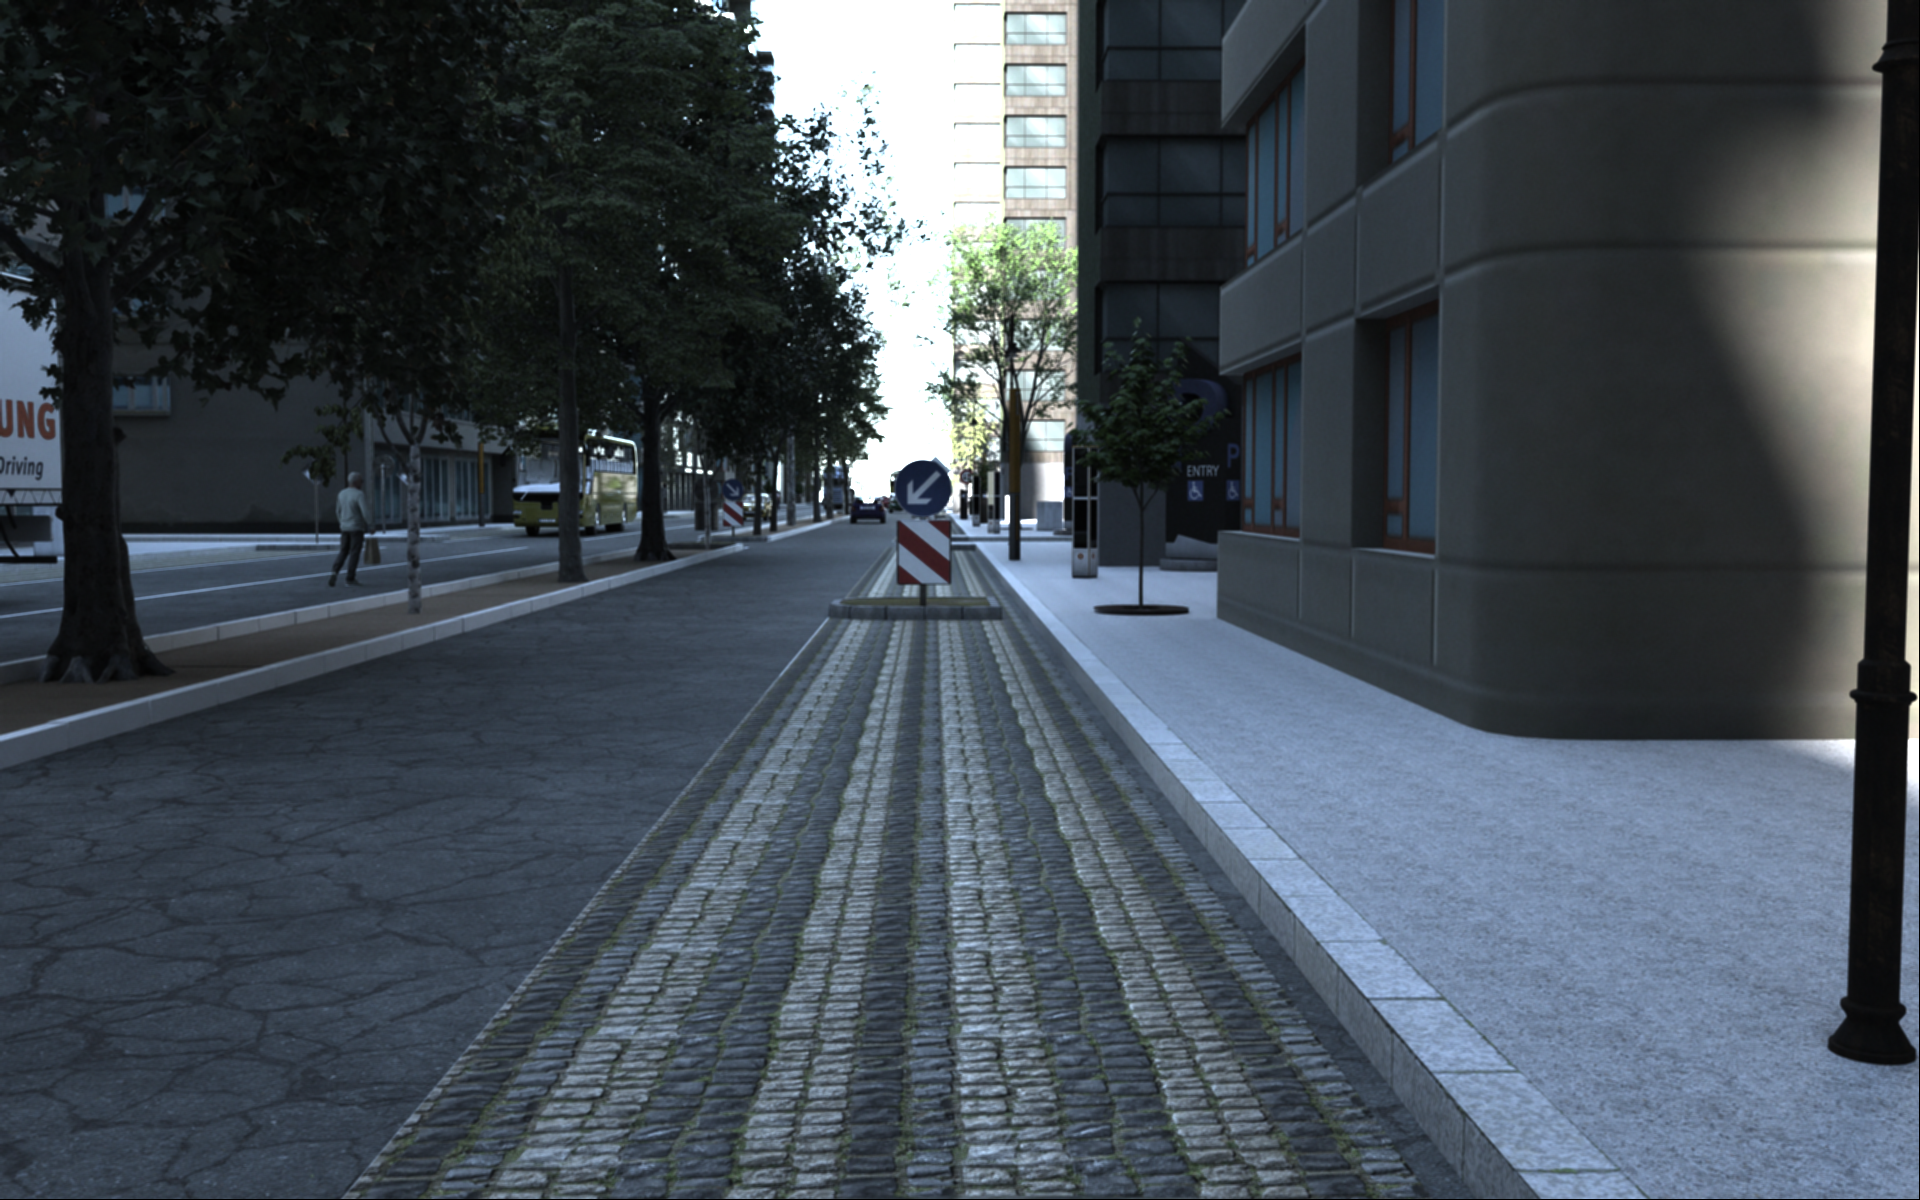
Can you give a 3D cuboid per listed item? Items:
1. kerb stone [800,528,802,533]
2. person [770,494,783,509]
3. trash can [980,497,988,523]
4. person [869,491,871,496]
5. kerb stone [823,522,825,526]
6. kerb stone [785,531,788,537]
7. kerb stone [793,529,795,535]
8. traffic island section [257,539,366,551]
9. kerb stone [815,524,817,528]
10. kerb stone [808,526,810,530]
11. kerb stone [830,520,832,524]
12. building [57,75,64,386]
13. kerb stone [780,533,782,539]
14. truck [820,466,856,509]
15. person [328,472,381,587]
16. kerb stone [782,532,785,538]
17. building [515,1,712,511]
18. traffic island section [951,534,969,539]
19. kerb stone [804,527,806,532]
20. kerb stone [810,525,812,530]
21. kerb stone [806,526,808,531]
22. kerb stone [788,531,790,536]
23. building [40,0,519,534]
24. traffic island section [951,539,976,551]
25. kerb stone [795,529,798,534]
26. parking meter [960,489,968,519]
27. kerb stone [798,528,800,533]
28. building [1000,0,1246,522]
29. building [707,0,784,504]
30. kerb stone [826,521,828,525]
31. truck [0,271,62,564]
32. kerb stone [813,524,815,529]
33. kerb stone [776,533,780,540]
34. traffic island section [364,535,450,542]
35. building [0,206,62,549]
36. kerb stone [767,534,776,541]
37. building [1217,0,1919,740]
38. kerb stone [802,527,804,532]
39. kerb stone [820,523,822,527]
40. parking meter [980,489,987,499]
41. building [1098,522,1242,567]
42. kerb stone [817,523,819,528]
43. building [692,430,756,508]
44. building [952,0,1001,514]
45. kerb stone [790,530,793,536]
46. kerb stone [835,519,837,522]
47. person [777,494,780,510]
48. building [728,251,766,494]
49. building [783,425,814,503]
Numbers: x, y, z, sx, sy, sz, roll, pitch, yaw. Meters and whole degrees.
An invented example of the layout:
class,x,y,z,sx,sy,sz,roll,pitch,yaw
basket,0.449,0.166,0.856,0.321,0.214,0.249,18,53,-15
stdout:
class,x,y,z,sx,sy,sz,roll,pitch,yaw
kerb stone,-5.949,-2.500,63.066,0.120,0.150,1.000,0,4,-1
person,-17.848,-9.732,167.627,1.348,1.824,0.705,-1,4,-10
trash can,0.993,-3.924,75.815,0.748,1.137,0.748,0,3,0
person,-11.354,-12.958,220.000,0.705,1.869,1.348,1,4,9
kerb stone,-6.168,-3.313,76.376,0.120,0.150,1.000,0,4,-1
kerb stone,-5.853,-2.121,56.929,0.120,0.150,1.000,0,4,-1
kerb stone,-5.896,-2.312,59.999,0.120,0.150,1.000,0,4,-1
traffic island section,-16.698,-1.386,44.934,2.009,0.180,2.903,0,4,-1
kerb stone,-6.077,-3.001,71.255,0.120,0.150,1.000,0,4,-1
kerb stone,-6.013,-2.750,67.166,0.120,0.150,1.000,0,4,-1
kerb stone,-6.249,-3.627,81.500,0.120,0.150,1.000,0,4,-1
building,-31.971,-29.301,98.672,23.786,49.044,30.456,0,4,-1
kerb stone,-5.809,-1.998,54.870,0.120,0.150,1.000,0,4,-1
truck,-11.505,-10.977,169.240,2.967,4.110,18.799,0,4,0
person,-9.344,-1.087,26.753,0.782,1.767,0.515,2,4,24
kerb stone,-5.827,-2.061,55.892,0.120,0.150,1.000,0,4,-1
building,-33.505,-31.964,142.213,23.786,49.044,30.456,0,4,-1
traffic island section,-0.740,-1.890,53.175,2.009,0.180,2.903,0,4,-1
kerb stone,-5.980,-2.625,65.117,0.120,0.150,1.000,0,4,-1
kerb stone,-6.029,-2.811,68.189,0.120,0.150,1.000,0,4,-1
kerb stone,-5.993,-2.684,66.143,0.120,0.150,1.000,0,4,-1
kerb stone,-5.864,-2.187,57.952,0.120,0.150,1.000,0,4,-1
building,-29.969,-26.975,64.751,21.300,48.544,21.600,0,4,-1
traffic island section,-0.609,-1.401,45.191,2.009,0.180,2.903,0,4,-1
kerb stone,-5.912,-2.375,61.021,0.120,0.150,1.000,0,4,-1
parking meter,0.196,-4.860,87.871,0.372,1.533,0.369,0,3,0
kerb stone,-5.929,-2.437,62.044,0.120,0.150,1.000,0,4,-1
building,9.118,-19.687,93.577,14.160,30.474,14.107,0,4,-1
building,-34.101,-55.905,226.717,22.319,86.520,31.000,0,4,-1
kerb stone,-6.196,-3.433,78.430,0.120,0.150,1.000,0,4,-1
truck,-13.108,-1.746,17.460,2.839,4.237,11.283,0,4,-1
kerb stone,-6.063,-2.928,70.233,0.120,0.150,1.000,0,4,-1
kerb stone,-5.793,-1.936,53.848,0.120,0.150,1.000,0,4,-1
traffic island section,-16.829,-1.874,52.918,2.009,0.180,2.903,0,4,-1
building,-34.906,-25.166,31.079,30.456,49.044,23.786,0,4,-1
kerb stone,-5.780,-1.873,52.825,0.120,0.150,1.000,0,4,-1
building,16.723,-9.668,3.109,27.650,21.520,28.899,0,4,-1
kerb stone,-5.965,-2.556,64.091,0.120,0.150,1.000,0,4,-1
kerb stone,-6.131,-3.189,74.332,0.120,0.150,1.000,0,4,-1
parking meter,1.115,-4.529,82.467,0.372,1.533,0.369,0,3,0
building,9.368,-16.207,36.681,14.160,30.474,14.107,0,4,-1
kerb stone,-6.099,-3.063,72.281,0.120,0.150,1.000,0,4,-1
building,-35.803,-20.110,173.845,27.650,21.520,28.899,0,4,-1
building,6.472,-26.627,118.940,14.154,41.232,14.086,0,4,-1
kerb stone,-5.876,-2.243,58.977,0.120,0.150,1.000,0,4,-1
kerb stone,-6.312,-3.878,85.594,0.120,0.150,1.000,0,4,-1
person,-16.433,-8.902,154.993,0.756,1.711,0.436,1,4,19
building,-29.614,-31.266,194.799,14.154,41.232,14.086,0,4,-1
building,-36.614,-25.351,259.525,27.650,21.520,28.899,0,4,-1
